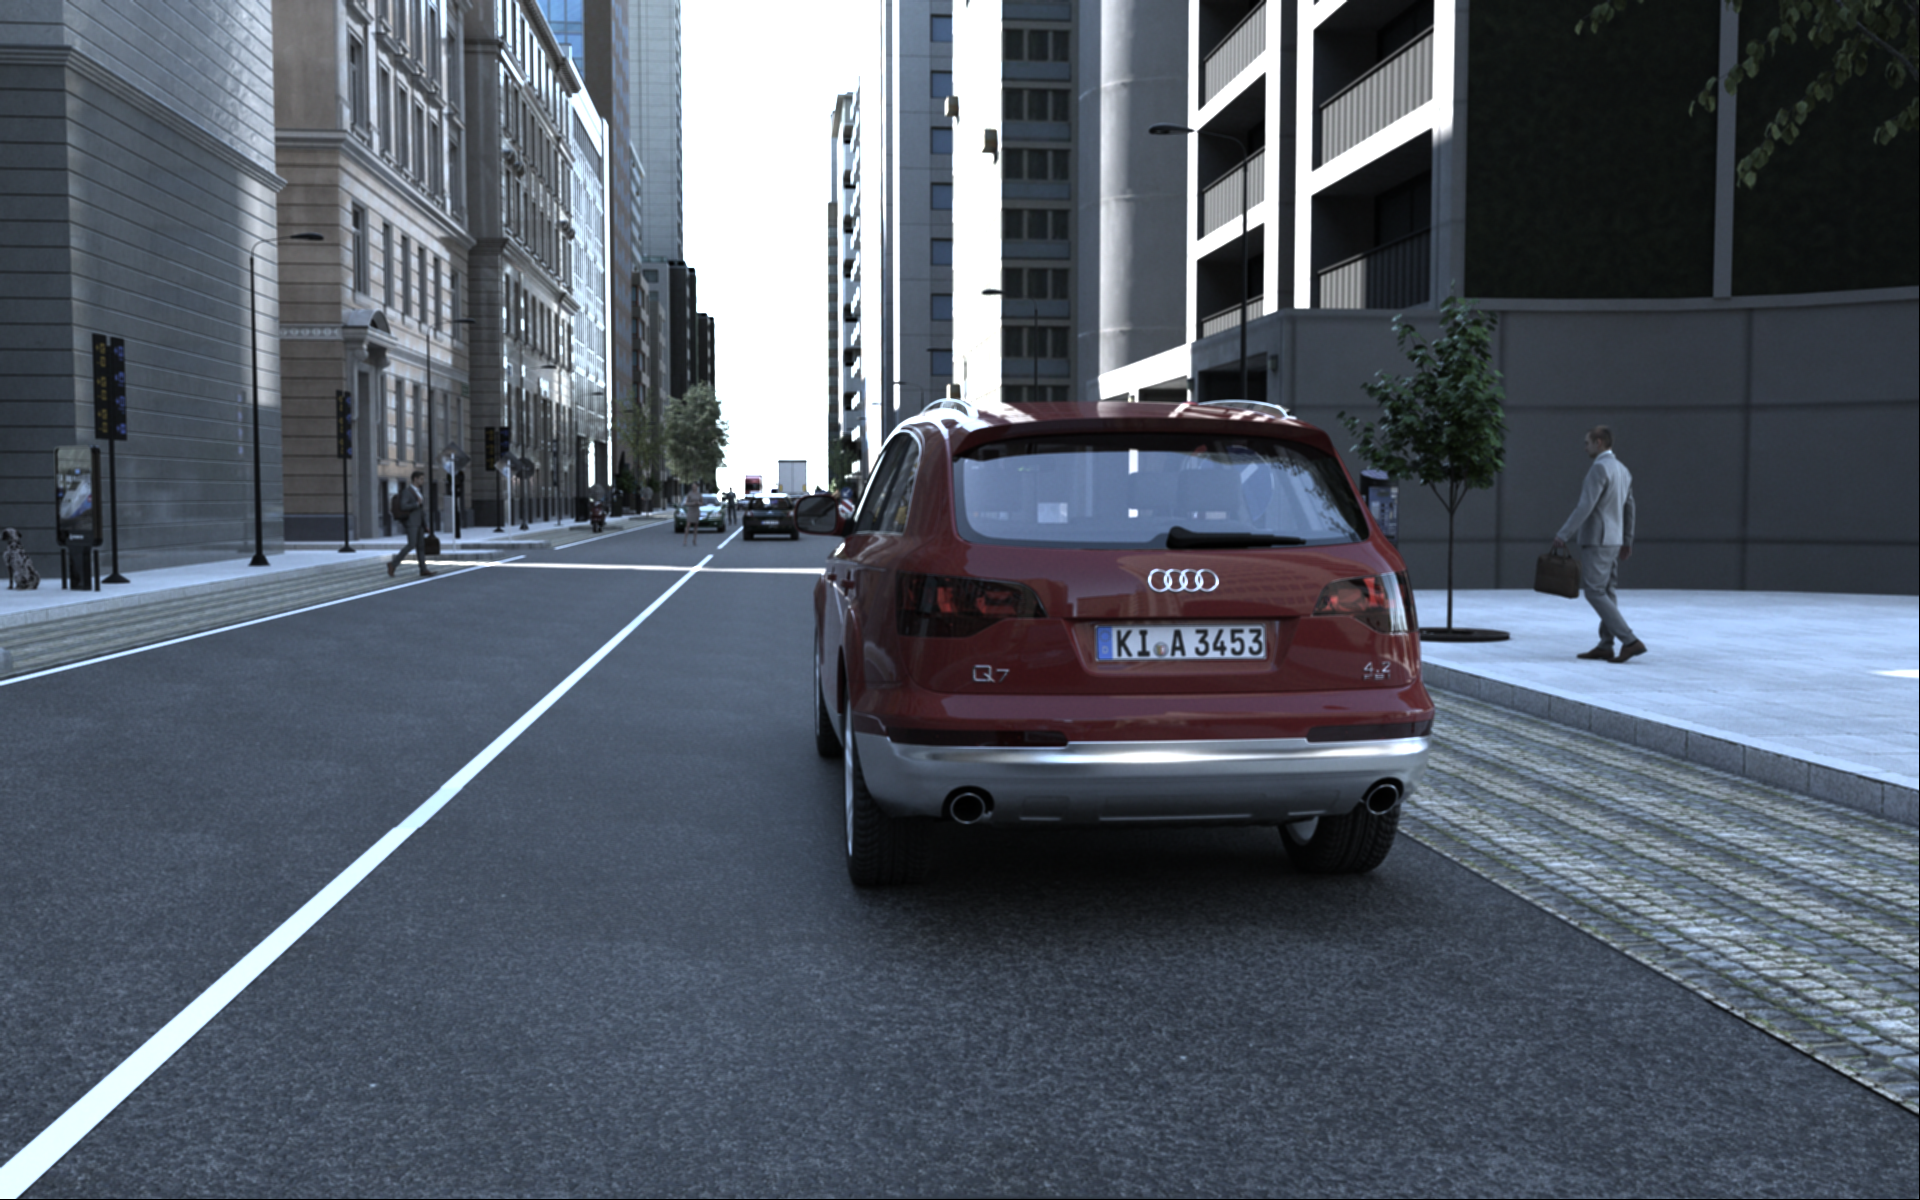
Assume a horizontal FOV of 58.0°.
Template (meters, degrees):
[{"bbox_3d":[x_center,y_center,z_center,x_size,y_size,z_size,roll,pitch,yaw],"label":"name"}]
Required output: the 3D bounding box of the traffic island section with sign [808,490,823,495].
[{"bbox_3d":[-14.462,-10.096,173.701,1.989,1.847,2.006,0,4,-6],"label":"traffic island section with sign"}]

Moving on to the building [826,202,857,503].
[{"bbox_3d":[-11.845,-34.329,244.874,14.154,41.232,14.086,0,4,-6],"label":"building"}]

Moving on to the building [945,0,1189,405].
[{"bbox_3d":[12.217,-22.878,65.933,23.993,40.220,32.217,0,4,-6],"label":"building"}]

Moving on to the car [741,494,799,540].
[{"bbox_3d":[-5.976,-2.763,54.963,2.009,1.686,4.222,0,4,-5],"label":"car"}]

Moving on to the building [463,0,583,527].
[{"bbox_3d":[-24.626,-17.182,78.189,12.463,27.353,25.104,0,4,-6],"label":"building"}]

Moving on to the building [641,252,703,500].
[{"bbox_3d":[-39.261,-26.864,210.922,14.160,30.474,14.107,0,4,-6],"label":"building"}]

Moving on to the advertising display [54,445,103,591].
[{"bbox_3d":[-11.730,-1.091,23.054,0.974,1.923,0.123,3,4,36],"label":"advertising display"}]

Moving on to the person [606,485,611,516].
[{"bbox_3d":[-20.194,-5.737,100.020,0.728,1.800,0.709,-1,4,-23],"label":"person"}]

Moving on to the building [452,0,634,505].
[{"bbox_3d":[-31.617,-29.125,126.311,14.600,45.320,14.200,0,4,-6],"label":"building"}]

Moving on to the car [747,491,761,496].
[{"bbox_3d":[-27.498,-13.699,232.652,2.281,1.827,5.304,0,4,-6],"label":"car"}]

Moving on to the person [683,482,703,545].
[{"bbox_3d":[-7.476,-2.428,48.543,0.599,1.781,0.374,-1,4,-20],"label":"person"}]

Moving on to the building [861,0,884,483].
[{"bbox_3d":[-1.892,-31.195,160.146,14.600,45.320,14.200,0,4,-6],"label":"building"}]

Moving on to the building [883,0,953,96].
[{"bbox_3d":[5.647,-34.648,108.492,21.231,58.520,28.212,0,4,-6],"label":"building"}]

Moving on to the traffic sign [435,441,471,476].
[{"bbox_3d":[-11.225,-2.210,38.329,0.795,2.593,0.064,0,4,-6],"label":"traffic sign"}]

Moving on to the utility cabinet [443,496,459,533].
[{"bbox_3d":[-16.871,-2.834,57.492,0.306,1.237,1.020,0,4,-3],"label":"utility cabinet"}]

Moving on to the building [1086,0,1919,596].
[{"bbox_3d":[13.941,-35.969,26.349,20.563,71.187,20.611,0,4,-6],"label":"building"}]

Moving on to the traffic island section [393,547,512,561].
[{"bbox_3d":[-11.247,-0.985,38.393,2.009,0.180,2.903,0,4,-6],"label":"traffic island section"}]

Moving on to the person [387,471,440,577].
[{"bbox_3d":[-9.463,-1.314,29.954,0.822,1.834,0.622,0,4,-3],"label":"person"}]

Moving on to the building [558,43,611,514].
[{"bbox_3d":[-27.394,-17.282,100.577,12.078,24.808,19.932,0,4,-6],"label":"building"}]

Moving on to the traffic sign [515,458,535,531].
[{"bbox_3d":[-15.251,-3.698,60.567,0.768,2.556,0.104,0,4,2],"label":"traffic sign"}]

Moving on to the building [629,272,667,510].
[{"bbox_3d":[-40.077,-18.531,148.024,27.650,21.520,28.899,0,4,-6],"label":"building"}]

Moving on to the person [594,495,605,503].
[{"bbox_3d":[-19.328,-5.288,92.841,0.601,1.785,0.444,-1,4,-19],"label":"person"}]

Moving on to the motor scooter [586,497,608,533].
[{"bbox_3d":[-13.466,-3.157,64.391,0.815,1.314,1.986,0,4,-5],"label":"motor scooter"}]

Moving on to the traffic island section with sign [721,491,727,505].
[{"bbox_3d":[-33.782,-15.055,254.775,1.989,1.847,2.006,0,4,-6],"label":"traffic island section with sign"}]

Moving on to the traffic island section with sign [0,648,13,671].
[{"bbox_3d":[-8.664,-0.299,13.512,1.989,1.847,2.006,0,4,-6],"label":"traffic island section with sign"}]

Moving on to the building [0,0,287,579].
[{"bbox_3d":[-28.585,-15.407,29.405,29.804,29.767,11.434,0,4,-6],"label":"building"}]

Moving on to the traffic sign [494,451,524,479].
[{"bbox_3d":[-12.051,-2.696,46.271,0.795,2.593,0.064,0,4,-6],"label":"traffic sign"}]

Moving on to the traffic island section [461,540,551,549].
[{"bbox_3d":[-12.074,-1.471,46.336,2.009,0.180,2.903,0,4,-6],"label":"traffic island section"}]

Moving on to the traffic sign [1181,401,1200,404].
[{"bbox_3d":[3.143,-1.455,23.890,0.768,2.556,0.104,0,4,3],"label":"traffic sign"}]

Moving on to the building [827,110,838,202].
[{"bbox_3d":[-9.774,-44.330,266.799,21.231,58.520,28.212,0,4,-6],"label":"building"}]

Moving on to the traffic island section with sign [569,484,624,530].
[{"bbox_3d":[-14.432,-3.685,68.882,1.989,1.847,2.006,0,4,-6],"label":"traffic island section with sign"}]

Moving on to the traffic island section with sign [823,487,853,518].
[{"bbox_3d":[-6.483,-5.407,97.035,1.989,1.847,2.006,0,4,-6],"label":"traffic island section with sign"}]

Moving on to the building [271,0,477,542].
[{"bbox_3d":[-23.742,-16.461,55.039,13.634,28.700,20.117,0,4,-6],"label":"building"}]

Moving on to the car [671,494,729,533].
[{"bbox_3d":[-9.845,-3.298,65.726,2.131,1.459,4.920,0,4,-7],"label":"car"}]

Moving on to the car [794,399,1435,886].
[{"bbox_3d":[0.398,0.043,7.973,2.281,1.827,5.304,0,4,-7],"label":"car"}]

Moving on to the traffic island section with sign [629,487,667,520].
[{"bbox_3d":[-17.224,-5.325,95.693,1.989,1.847,2.006,0,4,-6],"label":"traffic island section with sign"}]

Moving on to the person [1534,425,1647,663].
[{"bbox_3d":[4.929,-0.441,13.367,0.853,1.813,0.709,3,5,40],"label":"person"}]

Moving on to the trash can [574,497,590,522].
[{"bbox_3d":[-17.564,-4.209,80.468,0.748,1.137,0.748,0,3,0],"label":"trash can"}]

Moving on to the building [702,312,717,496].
[{"bbox_3d":[-45.277,-30.470,269.880,14.160,30.474,14.107,0,4,-6],"label":"building"}]

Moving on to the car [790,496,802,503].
[{"bbox_3d":[-10.473,-6.096,112.244,1.945,1.354,3.894,0,4,-4],"label":"car"}]

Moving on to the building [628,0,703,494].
[{"bbox_3d":[-44.440,-48.215,226.562,20.563,71.187,20.611,0,4,-6],"label":"building"}]

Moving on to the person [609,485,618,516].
[{"bbox_3d":[-20.506,-5.914,102.845,0.850,1.850,0.679,3,4,36],"label":"person"}]

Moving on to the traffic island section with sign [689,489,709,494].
[{"bbox_3d":[-22.432,-8.387,145.762,1.989,1.847,2.006,0,4,-6],"label":"traffic island section with sign"}]

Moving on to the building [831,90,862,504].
[{"bbox_3d":[-1.890,-38.861,224.609,28.713,52.752,27.495,0,4,-6],"label":"building"}]

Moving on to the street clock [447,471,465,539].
[{"bbox_3d":[-14.525,-2.774,49.925,0.471,2.002,0.358,-2,4,-25],"label":"street clock"}]

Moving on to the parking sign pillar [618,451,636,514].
[{"bbox_3d":[-21.265,-7.407,109.581,1.447,3.967,1.447,-1,4,-22],"label":"parking sign pillar"}]

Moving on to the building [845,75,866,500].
[{"bbox_3d":[0.030,-34.436,182.638,23.786,49.044,30.456,0,4,-6],"label":"building"}]

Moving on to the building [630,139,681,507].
[{"bbox_3d":[-44.837,-29.457,173.499,32.217,40.220,23.993,0,4,-6],"label":"building"}]

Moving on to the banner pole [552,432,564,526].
[{"bbox_3d":[-16.314,-4.893,70.010,0.401,3.779,0.863,0,4,7],"label":"banner pole"}]

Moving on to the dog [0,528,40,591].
[{"bbox_3d":[-12.633,-0.540,23.211,0.513,0.831,0.800,-1,4,-22],"label":"dog"}]

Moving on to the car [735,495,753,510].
[{"bbox_3d":[-18.799,-8.555,152.455,1.945,1.354,3.894,0,4,-8],"label":"car"}]
